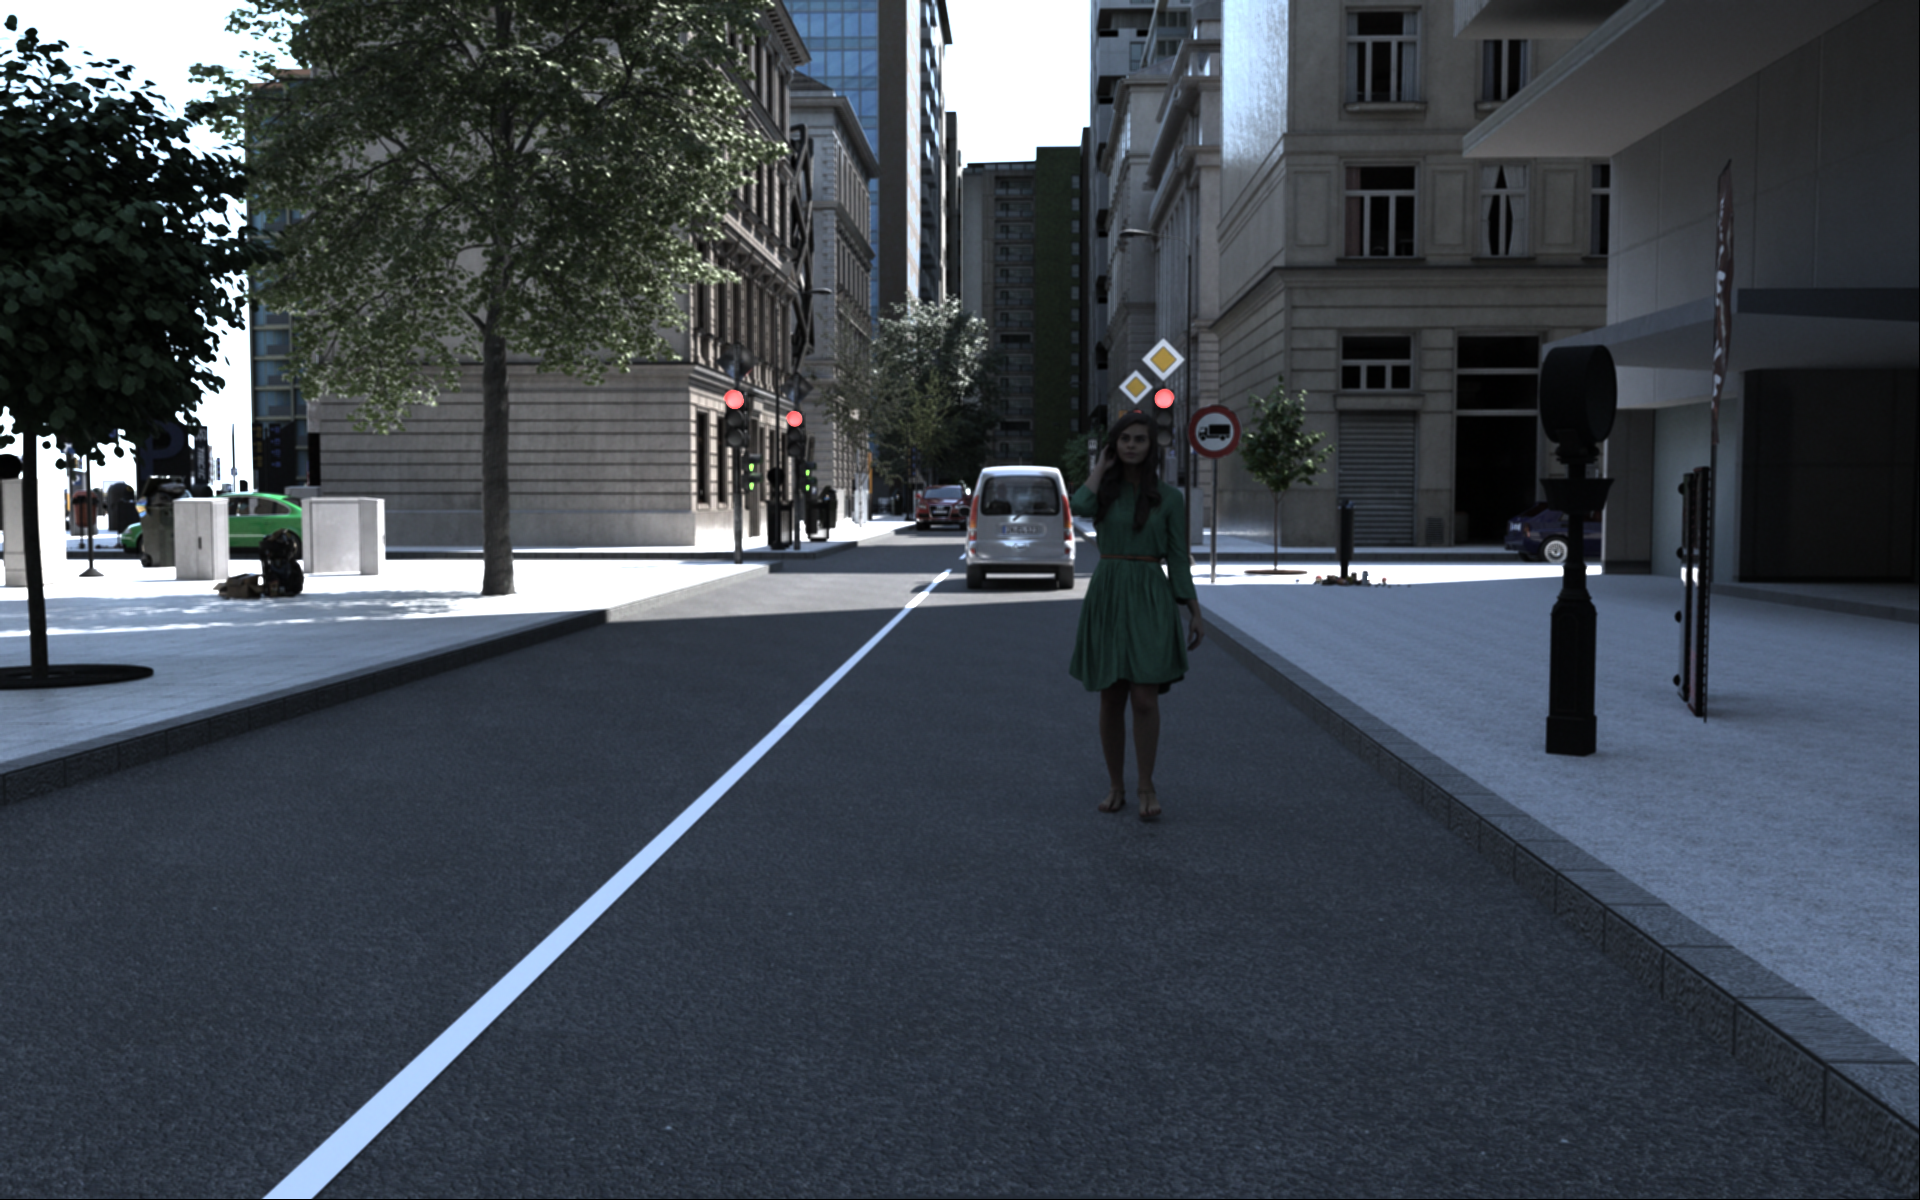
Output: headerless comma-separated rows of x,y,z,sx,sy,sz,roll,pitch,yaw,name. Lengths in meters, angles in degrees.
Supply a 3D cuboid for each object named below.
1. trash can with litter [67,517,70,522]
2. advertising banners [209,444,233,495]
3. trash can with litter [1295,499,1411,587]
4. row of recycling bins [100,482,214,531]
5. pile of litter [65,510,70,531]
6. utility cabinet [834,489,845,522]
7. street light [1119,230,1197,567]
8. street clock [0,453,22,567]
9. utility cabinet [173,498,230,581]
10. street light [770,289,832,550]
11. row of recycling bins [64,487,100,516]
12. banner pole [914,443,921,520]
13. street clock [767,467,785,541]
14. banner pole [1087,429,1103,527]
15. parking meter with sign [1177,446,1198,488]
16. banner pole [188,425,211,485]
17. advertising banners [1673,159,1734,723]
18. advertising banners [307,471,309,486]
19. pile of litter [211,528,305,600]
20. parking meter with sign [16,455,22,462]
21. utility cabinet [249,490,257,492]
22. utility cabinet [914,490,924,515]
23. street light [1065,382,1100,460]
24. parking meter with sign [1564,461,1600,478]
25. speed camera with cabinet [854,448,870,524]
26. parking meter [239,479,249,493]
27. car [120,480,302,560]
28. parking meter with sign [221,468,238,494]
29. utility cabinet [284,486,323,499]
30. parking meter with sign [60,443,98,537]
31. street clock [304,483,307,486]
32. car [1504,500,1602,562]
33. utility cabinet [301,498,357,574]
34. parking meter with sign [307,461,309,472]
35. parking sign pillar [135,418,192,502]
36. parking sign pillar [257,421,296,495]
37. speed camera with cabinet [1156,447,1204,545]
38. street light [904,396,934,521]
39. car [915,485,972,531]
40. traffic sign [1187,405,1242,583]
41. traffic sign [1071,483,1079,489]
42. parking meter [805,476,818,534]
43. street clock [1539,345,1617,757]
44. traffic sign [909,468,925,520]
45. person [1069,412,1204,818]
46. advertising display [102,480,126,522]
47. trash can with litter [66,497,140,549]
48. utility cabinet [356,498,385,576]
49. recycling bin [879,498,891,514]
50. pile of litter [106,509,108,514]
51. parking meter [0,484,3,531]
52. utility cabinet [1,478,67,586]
-38.304,-3.909,75.299,0.624,1.170,1.055,1,4,20,trash can with litter
-25.844,-3.932,60.480,0.090,3.025,2.074,-3,5,-44,advertising banners
5.694,-0.850,24.957,1.678,1.210,2.233,1,4,18,trash can with litter
-28.381,-3.328,61.519,3.534,1.692,1.069,-3,5,-43,row of recycling bins
-31.622,-2.899,61.365,1.176,0.858,1.719,-2,4,-33,pile of litter
-5.724,-4.277,78.609,0.318,1.500,1.173,2,4,35,utility cabinet
3.495,-3.551,30.607,1.470,5.913,1.316,0,4,2,street light
-16.830,-1.593,30.617,0.471,2.002,0.358,-3,4,-38,street clock
-11.346,-0.901,25.892,1.020,1.237,0.306,2,4,35,utility cabinet
-3.606,-4.087,39.360,1.470,5.913,1.316,0,4,2,street light
-51.142,-5.694,100.215,3.534,1.692,1.069,0,4,6,row of recycling bins
-2.069,-5.863,85.876,0.401,3.779,0.863,1,4,16,banner pole
-4.977,-2.588,46.886,0.471,2.002,0.358,-1,4,-14,street clock
5.247,-4.699,66.841,0.863,3.779,0.401,-2,4,-31,banner pole
6.444,-3.374,51.420,1.738,3.016,0.543,-3,5,-42,parking meter with sign
-24.319,-3.985,55.168,0.863,3.779,0.401,-3,5,-41,banner pole
4.335,-0.852,10.118,0.090,3.025,2.074,1,4,18,advertising banners
-41.758,-7.039,111.280,2.074,3.025,0.090,0,4,4,advertising banners
-8.853,-0.478,21.784,1.176,0.858,1.719,0,4,4,pile of litter
-41.430,-4.914,76.609,0.543,3.016,1.738,-2,4,-28,parking meter with sign
-38.977,-5.350,96.157,1.173,1.500,0.318,0,4,-4,utility cabinet
-2.438,-5.944,105.860,0.318,1.500,1.173,-2,4,-28,utility cabinet
5.221,-6.059,71.606,1.470,5.913,1.316,0,4,2,street light
14.194,-2.649,39.568,1.738,3.016,0.543,2,4,31,parking meter with sign
-4.212,-4.887,74.246,0.660,3.252,2.038,0,4,-1,speed camera with cabinet
-28.308,-3.840,68.493,0.255,1.863,0.399,0,4,-1,parking meter
-15.232,-1.696,36.533,4.718,1.807,1.959,0,4,2,car
-48.547,-7.243,114.686,1.738,3.016,0.543,2,4,32,parking meter with sign
-18.854,-2.516,49.817,1.173,1.500,0.318,1,4,21,utility cabinet
-26.727,-3.448,52.633,0.543,3.016,1.738,-1,4,-9,parking meter with sign
-41.631,-6.479,110.503,0.471,2.002,0.358,3,5,39,street clock
13.065,-1.359,34.795,3.894,1.354,1.945,0,4,3,car
-10.185,-1.043,28.207,0.306,1.237,1.020,3,4,38,utility cabinet
-34.177,-5.823,91.471,0.543,3.016,1.738,-1,4,-19,parking meter with sign
-21.021,-3.499,45.687,1.447,3.967,1.447,-2,4,-33,parking sign pillar
-24.897,-4.562,63.061,1.447,3.967,1.447,-2,4,-27,parking sign pillar
5.355,-2.988,43.185,0.660,3.252,2.038,3,4,36,speed camera with cabinet
-1.937,-6.690,81.929,1.470,5.913,1.316,0,4,2,street light
-0.607,-3.726,69.599,2.281,1.827,5.304,0,4,4,car
3.642,-1.513,24.839,0.768,2.556,0.104,0,4,7,traffic sign
6.837,-6.131,100.247,0.884,2.594,0.081,1,4,9,traffic sign
-4.779,-3.059,55.723,0.255,1.863,0.399,3,4,36,parking meter
3.028,-0.242,8.524,0.358,2.002,0.471,3,4,38,street clock
-2.138,-5.155,84.287,0.884,2.594,0.081,0,4,6,traffic sign
0.775,0.062,7.736,0.600,1.795,0.529,0,3,0,person
-38.320,-4.481,78.479,0.974,1.923,0.123,-1,4,-21,advertising display
-20.060,-1.825,40.897,2.233,1.210,1.678,-3,5,-41,trash can with litter
-9.357,-1.005,27.598,0.306,1.237,1.020,-1,4,-13,utility cabinet
-4.948,-6.224,114.323,0.722,1.027,0.722,0,4,8,recycling bin
-54.571,-5.905,110.508,1.176,0.858,1.719,-1,4,-9,pile of litter
-33.211,-3.329,60.134,0.255,1.863,0.399,-1,4,-13,parking meter
-12.942,-0.950,24.208,0.318,1.500,1.173,0,4,-3,utility cabinet
